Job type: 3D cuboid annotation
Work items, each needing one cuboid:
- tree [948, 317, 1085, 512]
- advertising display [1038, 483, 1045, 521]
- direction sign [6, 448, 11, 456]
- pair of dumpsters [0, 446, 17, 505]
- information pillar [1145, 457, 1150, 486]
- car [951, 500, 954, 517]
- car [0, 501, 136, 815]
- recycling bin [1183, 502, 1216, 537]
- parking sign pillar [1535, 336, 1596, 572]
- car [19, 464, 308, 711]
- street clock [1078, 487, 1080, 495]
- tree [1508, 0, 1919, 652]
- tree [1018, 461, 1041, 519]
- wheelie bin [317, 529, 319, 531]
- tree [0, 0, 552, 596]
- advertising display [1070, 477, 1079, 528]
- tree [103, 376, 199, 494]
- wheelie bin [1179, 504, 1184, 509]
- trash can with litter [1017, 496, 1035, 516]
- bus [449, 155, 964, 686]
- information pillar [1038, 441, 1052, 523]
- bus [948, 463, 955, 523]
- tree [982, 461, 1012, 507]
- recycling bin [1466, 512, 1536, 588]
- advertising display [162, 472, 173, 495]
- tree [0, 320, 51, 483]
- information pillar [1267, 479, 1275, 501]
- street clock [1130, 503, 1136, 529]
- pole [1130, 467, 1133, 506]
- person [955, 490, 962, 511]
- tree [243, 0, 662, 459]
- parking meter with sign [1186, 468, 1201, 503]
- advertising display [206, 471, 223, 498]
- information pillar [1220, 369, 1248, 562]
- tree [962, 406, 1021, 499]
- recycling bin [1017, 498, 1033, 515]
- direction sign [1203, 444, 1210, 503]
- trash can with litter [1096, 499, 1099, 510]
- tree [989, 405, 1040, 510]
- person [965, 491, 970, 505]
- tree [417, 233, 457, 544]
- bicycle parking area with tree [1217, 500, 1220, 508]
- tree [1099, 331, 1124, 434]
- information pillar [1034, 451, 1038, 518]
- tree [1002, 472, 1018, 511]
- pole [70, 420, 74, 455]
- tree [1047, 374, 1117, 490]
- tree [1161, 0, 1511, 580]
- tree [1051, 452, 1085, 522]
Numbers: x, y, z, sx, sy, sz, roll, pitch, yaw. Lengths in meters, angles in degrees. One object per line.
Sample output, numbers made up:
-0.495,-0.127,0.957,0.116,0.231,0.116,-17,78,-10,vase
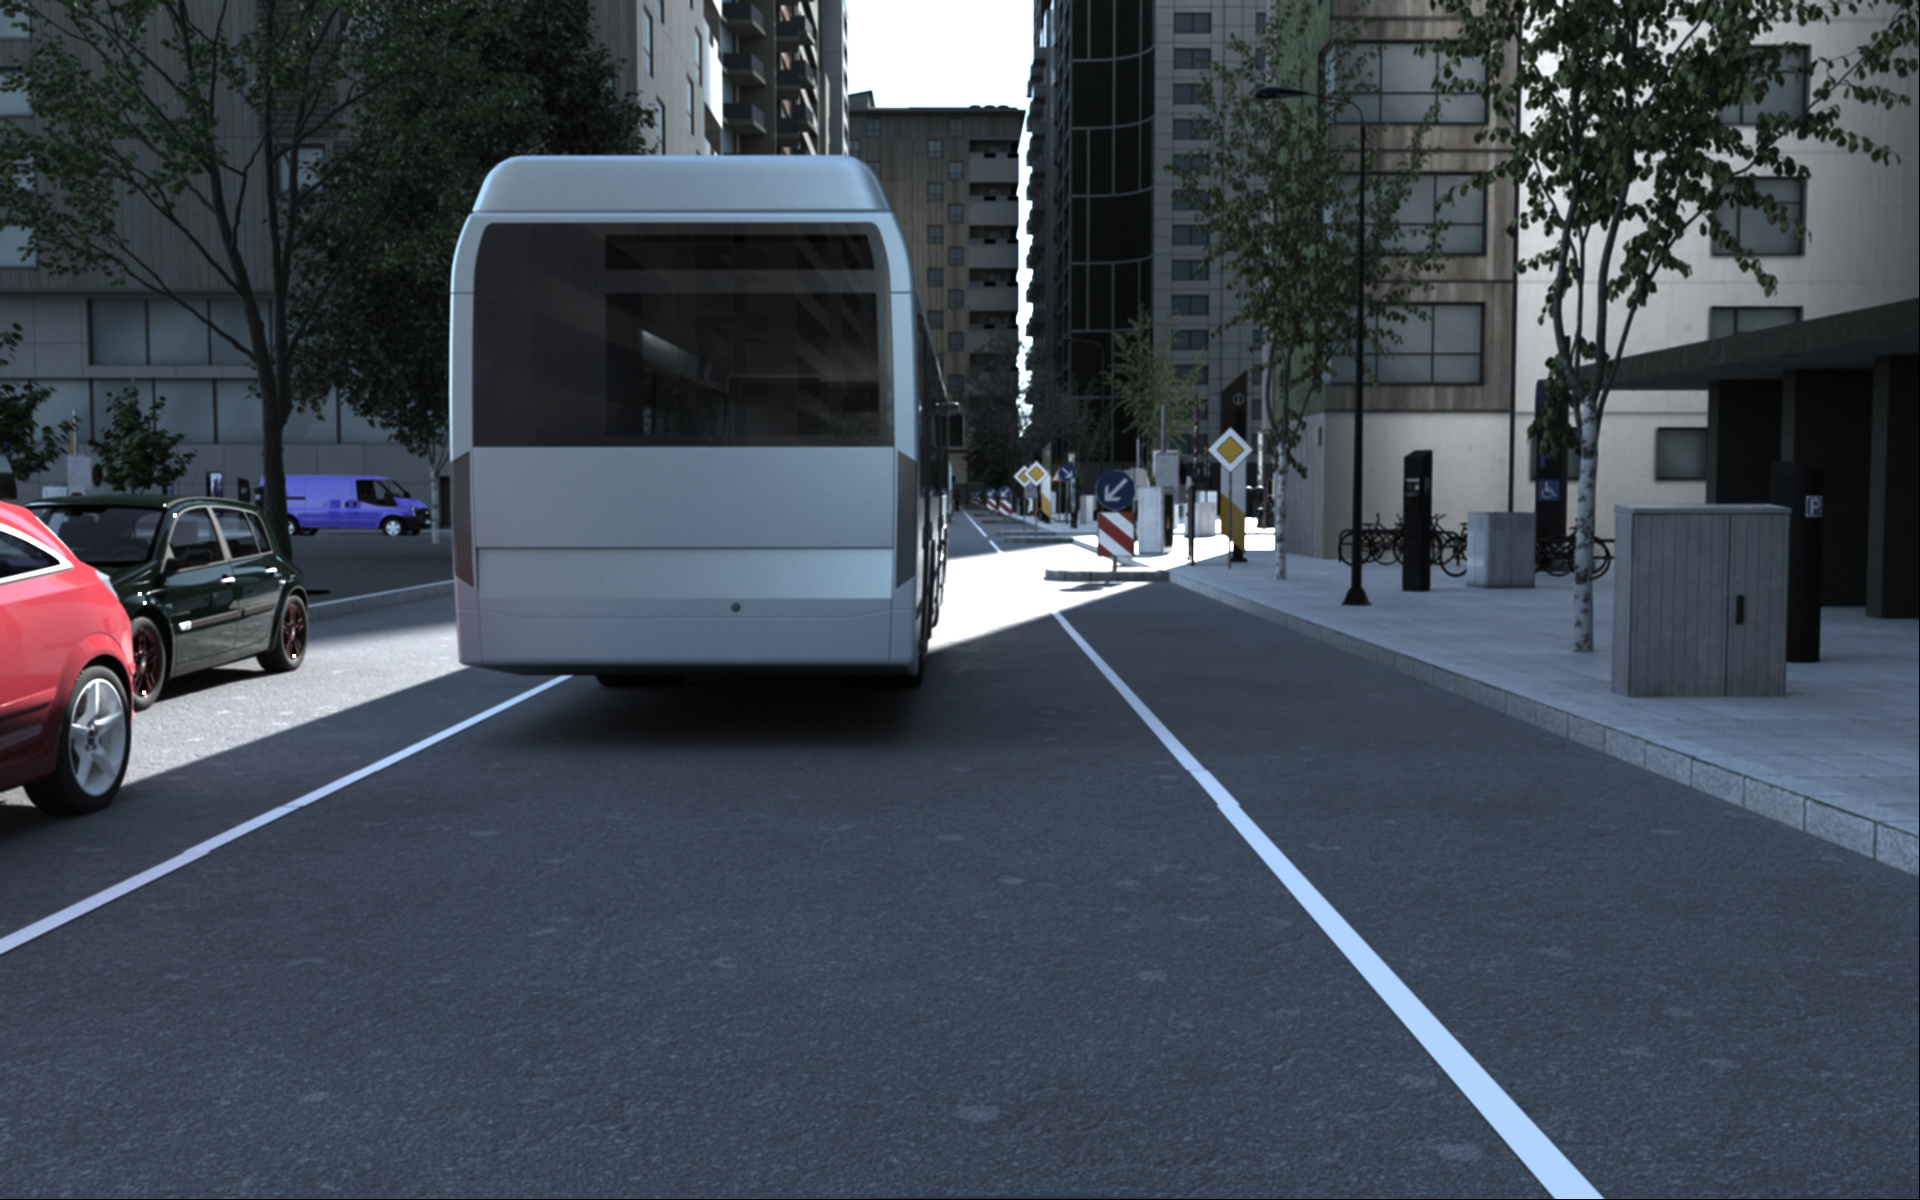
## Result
3.673,-12.883,121.014,12.009,13.543,11.850,0,3,0,tree
3.938,-4.663,81.453,0.123,1.923,0.974,2,4,29,advertising display
-32.731,-4.089,58.855,0.876,3.537,0.379,-2,4,-33,direction sign
-8.400,-0.577,11.921,1.574,2.255,4.437,0,4,0,pair of dumpsters
11.975,-7.297,110.661,0.183,3.616,0.504,2,4,33,information pillar
-1.395,-6.039,110.536,2.131,1.459,4.920,0,4,-2,car
-4.739,0.166,6.330,2.155,1.783,4.494,0,4,-1,car
7.166,-2.396,51.734,0.722,1.027,0.722,-3,4,-38,recycling bin
9.953,-2.485,29.099,1.447,3.967,1.447,1,4,23,parking sign pillar
-6.232,-0.175,12.640,2.009,1.686,4.222,0,3,0,car
7.477,-6.501,110.855,0.471,2.002,0.358,0,4,-3,street clock
5.310,-3.887,13.918,4.737,8.622,4.395,0,3,0,tree
4.264,-5.696,87.723,1.663,3.219,1.824,0,3,0,tree
-22.697,-3.204,60.300,0.980,1.594,0.693,-1,4,-8,wheelie bin
-8.784,-5.880,21.893,9.928,11.665,9.643,0,3,0,tree
4.280,-3.656,64.993,0.123,1.923,0.974,-1,4,-9,advertising display
-13.531,-2.061,28.301,1.663,3.219,1.824,0,3,0,tree
13.906,-6.219,109.593,0.693,1.594,0.980,2,4,28,wheelie bin
3.934,-5.522,101.664,1.055,1.170,0.624,-2,4,-30,trash can with litter
-1.462,-1.296,16.052,2.948,3.499,13.247,0,4,0,bus
3.779,-5.173,75.927,0.504,3.616,0.183,-2,4,-31,information pillar
-1.701,-5.702,88.082,2.948,3.499,13.247,0,4,0,bus
3.876,-11.591,173.219,4.285,4.588,4.351,0,3,0,tree
7.466,-0.694,23.906,0.722,1.027,0.722,0,4,-5,recycling bin
-20.036,-2.361,43.822,0.123,1.923,0.974,-1,4,-17,advertising display
-9.351,-1.315,16.094,1.663,3.219,1.824,0,3,0,tree
15.493,-4.994,86.145,0.304,2.012,0.304,3,5,41,information pillar
6.377,-3.629,63.897,0.358,2.002,0.471,-2,4,-27,street clock
12.907,-8.360,130.529,0.158,3.312,0.155,0,3,0,pole
-0.199,-8.383,145.651,0.705,1.812,1.348,-1,4,-21,person
-9.523,-7.226,35.159,9.611,12.733,9.660,0,3,0,tree
15.311,-7.359,116.572,1.738,3.016,0.543,-1,4,-11,parking meter with sign
-21.291,-2.709,49.501,0.123,1.923,0.974,0,4,-4,advertising display
5.185,-2.531,32.729,0.504,3.616,0.183,1,4,18,information pillar
4.018,-18.015,212.673,7.486,12.596,7.792,0,3,0,tree
4.003,-5.735,106.319,0.722,1.027,0.722,-3,5,-44,recycling bin
11.271,-5.334,79.209,0.379,3.537,0.876,2,4,27,direction sign
9.687,-7.075,127.058,1.055,1.170,0.624,-1,4,-13,trash can with litter
4.266,-11.393,136.642,4.360,8.622,3.978,0,3,0,tree
0.794,-11.369,194.385,0.705,1.824,1.348,2,4,23,person
-13.349,-5.754,44.443,4.737,8.622,4.395,0,3,0,tree
20.810,-7.771,114.058,8.231,4.147,9.016,2,4,23,bicycle parking area with tree
7.578,-7.188,67.887,4.737,8.622,4.395,0,3,0,tree
4.290,-6.309,94.503,0.504,3.616,0.183,2,4,34,information pillar
4.095,-8.292,130.178,1.663,3.219,1.824,0,3,0,tree
-24.403,-3.298,47.772,0.158,3.312,0.155,0,3,0,pole
7.448,-9.578,106.968,4.360,8.622,3.978,0,3,0,tree
5.062,-4.616,25.833,4.737,8.622,4.395,0,3,0,tree
4.946,-5.180,79.288,1.663,3.219,1.824,0,3,0,tree
